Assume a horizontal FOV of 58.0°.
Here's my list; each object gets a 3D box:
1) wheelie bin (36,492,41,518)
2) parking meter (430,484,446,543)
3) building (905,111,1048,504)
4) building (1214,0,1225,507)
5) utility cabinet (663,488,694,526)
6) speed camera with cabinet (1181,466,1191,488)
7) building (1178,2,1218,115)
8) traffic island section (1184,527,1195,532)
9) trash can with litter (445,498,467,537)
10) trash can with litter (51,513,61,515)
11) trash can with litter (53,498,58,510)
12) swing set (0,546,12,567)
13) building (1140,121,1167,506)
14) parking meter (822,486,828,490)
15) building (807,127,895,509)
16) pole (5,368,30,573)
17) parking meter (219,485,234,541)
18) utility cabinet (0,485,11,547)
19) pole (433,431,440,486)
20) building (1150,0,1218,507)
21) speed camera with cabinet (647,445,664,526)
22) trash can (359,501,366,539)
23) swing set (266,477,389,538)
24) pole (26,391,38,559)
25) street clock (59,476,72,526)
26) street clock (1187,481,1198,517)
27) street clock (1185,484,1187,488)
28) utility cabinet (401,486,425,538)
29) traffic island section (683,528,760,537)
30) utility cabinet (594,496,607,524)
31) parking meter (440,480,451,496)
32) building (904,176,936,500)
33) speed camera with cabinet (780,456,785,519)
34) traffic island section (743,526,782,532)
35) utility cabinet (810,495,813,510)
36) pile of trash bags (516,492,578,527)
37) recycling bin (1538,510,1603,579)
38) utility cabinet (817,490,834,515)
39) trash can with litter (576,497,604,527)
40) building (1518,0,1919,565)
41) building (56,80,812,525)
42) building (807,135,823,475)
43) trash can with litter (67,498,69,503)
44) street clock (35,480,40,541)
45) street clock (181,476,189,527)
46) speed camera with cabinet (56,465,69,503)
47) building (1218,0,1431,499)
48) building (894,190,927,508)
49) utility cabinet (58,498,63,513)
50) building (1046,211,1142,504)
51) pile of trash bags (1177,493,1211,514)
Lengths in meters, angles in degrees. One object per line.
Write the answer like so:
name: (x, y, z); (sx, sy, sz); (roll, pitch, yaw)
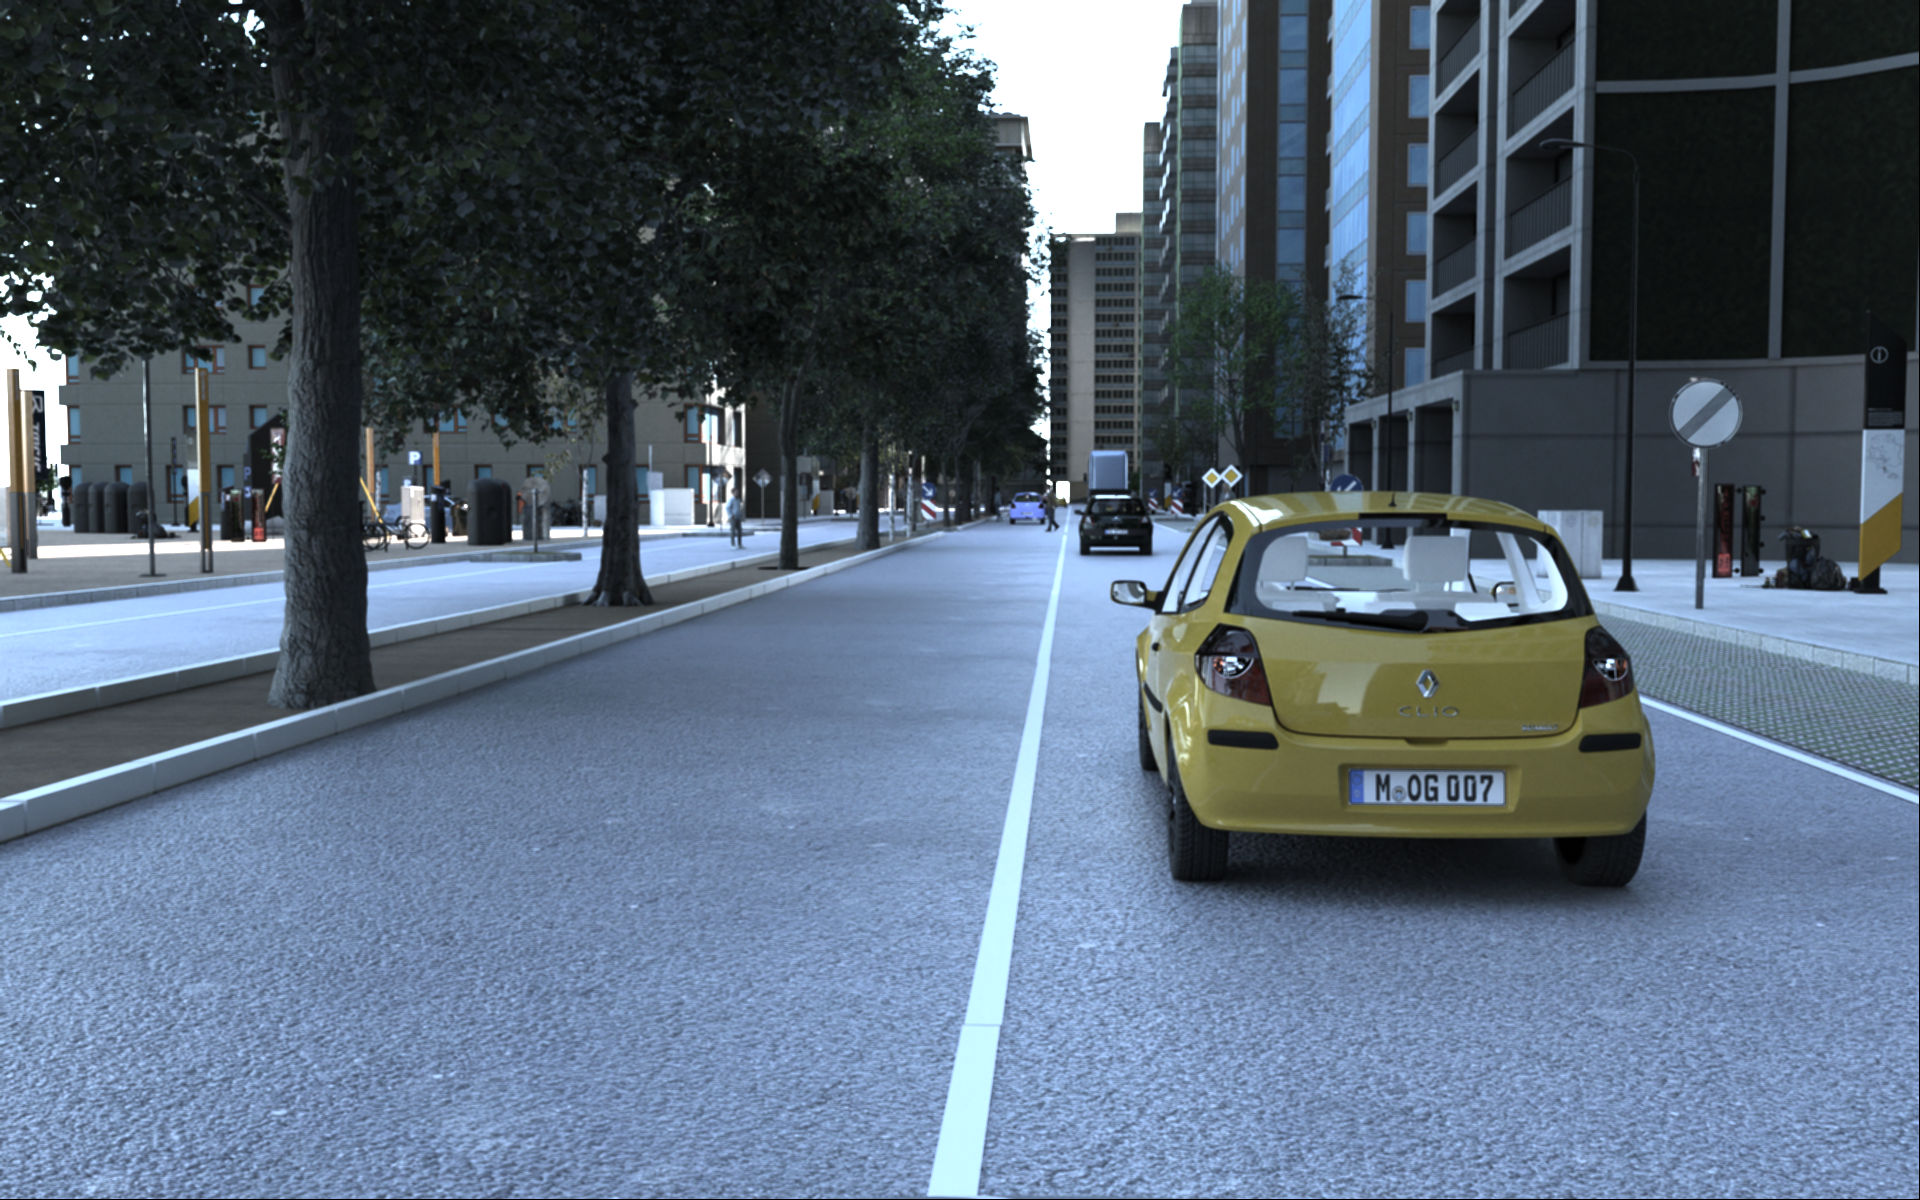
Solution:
wheelie bin: (-51.617, -5.422, 96.551); (0.980, 1.594, 0.693); (0, 4, -3)
parking meter: (-13.611, -2.246, 45.139); (0.372, 1.533, 0.369); (0, 3, 0)
building: (-1.793, -39.740, 238.991); (27.495, 52.752, 28.713); (0, 4, 4)
building: (29.137, -35.647, 124.823); (21.231, 58.520, 28.212); (0, 4, 4)
utility cabinet: (-11.091, -3.649, 68.347); (1.173, 1.500, 0.318); (1, 4, 12)
speed camera with cabinet: (16.063, -7.934, 124.060); (0.660, 3.252, 2.038); (0, 4, -3)
building: (25.483, -28.412, 148.135); (14.154, 41.232, 14.086); (0, 4, 4)
traffic island section: (9.600, -2.672, 65.965); (2.009, 0.180, 2.903); (0, 4, 4)
trash can with litter: (-15.362, -2.505, 52.346); (1.055, 1.170, 0.624); (0, 4, -4)
trash can with litter: (-54.654, -5.789, 105.704); (2.233, 1.210, 1.678); (0, 4, -7)
trash can with litter: (-67.458, -7.199, 129.083); (1.055, 1.170, 0.624); (-3, 4, -37)
swing set: (-17.458, -1.889, 28.510); (2.862, 2.851, 3.119); (-1, 4, -23)
building: (27.128, -31.137, 192.685); (14.154, 41.232, 14.086); (0, 4, 4)
parking meter: (-9.257, -6.897, 118.478); (0.399, 1.863, 0.255); (-3, 4, -37)
building: (-13.354, -28.513, 149.777); (14.154, 41.232, 14.086); (0, 4, 4)
pole: (-15.299, -2.093, 28.072); (0.158, 3.312, 0.155); (0, 3, 0)
parking meter: (-20.290, -2.419, 47.963); (0.372, 1.533, 0.369); (0, 3, 0)
utility cabinet: (-23.107, -2.016, 41.636); (1.173, 1.500, 0.318); (2, 4, 32)
pole: (-16.786, -3.774, 55.552); (0.158, 3.312, 0.155); (0, 3, 0)
building: (31.148, -33.658, 169.911); (23.786, 49.044, 30.456); (0, 4, 4)
speed camera with cabinet: (-12.212, -4.622, 69.908); (0.660, 3.252, 2.038); (-1, 4, -16)
trash can: (-13.077, -1.551, 37.009); (0.748, 1.137, 0.748); (0, 3, 0)
swing set: (-18.329, -3.194, 49.845); (2.862, 2.851, 3.119); (0, 4, 2)
pole: (-18.409, -2.472, 34.254); (0.158, 3.312, 0.155); (0, 3, 0)
street clock: (-35.388, -3.914, 68.569); (0.358, 2.002, 0.471); (1, 4, 11)
street clock: (13.277, -5.722, 98.122); (0.358, 2.002, 0.471); (2, 4, 26)
street clock: (16.030, -7.168, 121.773); (0.358, 2.002, 0.471); (3, 5, 44)
utility cabinet: (-15.819, -2.535, 50.132); (0.318, 1.500, 1.173); (0, 4, 0)
traffic island section: (-8.172, -2.253, 59.117); (2.009, 0.180, 2.903); (0, 4, 4)
utility cabinet: (-14.556, -3.684, 71.396); (1.020, 1.237, 0.306); (0, 4, -7)
parking meter: (-21.157, -4.005, 71.196); (0.255, 1.863, 0.399); (2, 4, 30)
building: (-14.870, -31.201, 202.012); (23.993, 40.220, 32.217); (0, 4, 4)
speed camera with cabinet: (-8.867, -5.751, 88.364); (0.660, 3.252, 2.038); (0, 4, -5)
traffic island section: (-7.655, -2.740, 67.086); (2.009, 0.180, 2.903); (0, 4, 4)
utility cabinet: (-11.667, -7.906, 140.420); (1.020, 1.237, 0.306); (1, 4, 10)
pile of trash bags: (-16.745, -3.658, 69.566); (3.447, 1.369, 1.912); (3, 5, 41)
recycling bin: (9.314, -0.851, 26.467); (0.722, 1.027, 0.722); (-1, 4, -10)
utility cabinet: (-8.083, -5.778, 103.157); (1.173, 1.500, 0.318); (2, 4, 28)
trash can with litter: (-14.359, -3.419, 67.284); (1.055, 1.170, 0.624); (1, 4, 9)
building: (20.345, -36.555, 35.924); (20.563, 71.187, 20.611); (0, 4, 4)
building: (-23.323, -14.751, 86.212); (27.650, 21.520, 28.899); (0, 4, 4)
building: (-21.772, -28.604, 122.293); (22.147, 44.769, 28.867); (0, 4, 4)
trash can with litter: (-48.811, -5.135, 95.351); (0.624, 1.170, 1.055); (-1, 4, -13)
street clock: (-25.033, -2.577, 46.696); (0.471, 2.002, 0.358); (0, 4, -6)
street clock: (-30.490, -3.903, 68.377); (0.358, 2.002, 0.471); (0, 4, 6)
speed camera with cabinet: (-45.939, -5.865, 90.230); (0.660, 3.252, 2.038); (3, 4, 38)
building: (20.995, -26.838, 88.909); (14.600, 45.320, 14.200); (0, 4, 4)
building: (-10.791, -23.997, 164.051); (14.160, 30.474, 14.107); (0, 4, 4)
utility cabinet: (-62.371, -6.672, 120.243); (0.306, 1.237, 1.020); (-3, 5, -40)
building: (24.094, -33.569, 240.740); (23.993, 40.220, 32.217); (0, 4, 4)
pile of trash bags: (15.026, -6.282, 112.470); (1.912, 1.369, 3.447); (-1, 4, -22)
